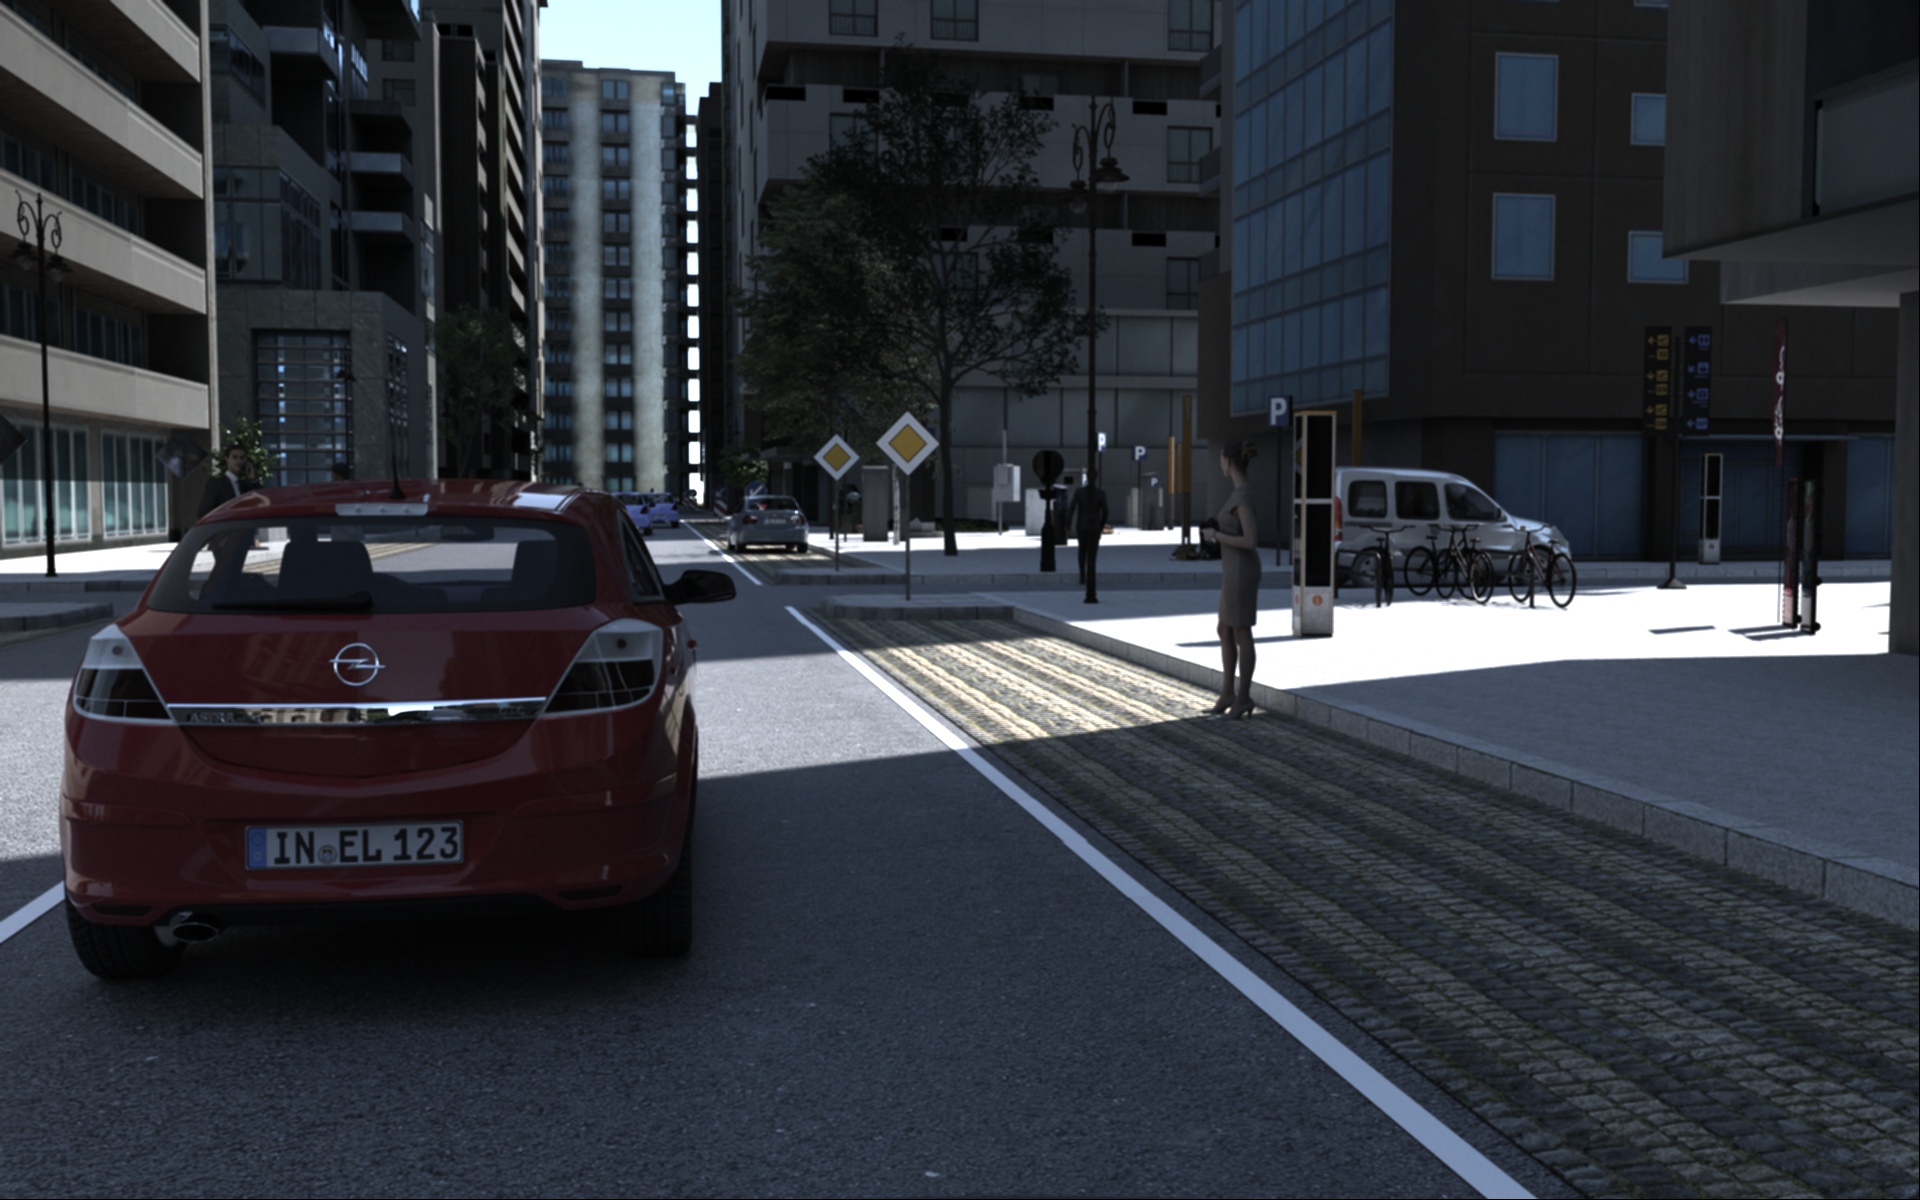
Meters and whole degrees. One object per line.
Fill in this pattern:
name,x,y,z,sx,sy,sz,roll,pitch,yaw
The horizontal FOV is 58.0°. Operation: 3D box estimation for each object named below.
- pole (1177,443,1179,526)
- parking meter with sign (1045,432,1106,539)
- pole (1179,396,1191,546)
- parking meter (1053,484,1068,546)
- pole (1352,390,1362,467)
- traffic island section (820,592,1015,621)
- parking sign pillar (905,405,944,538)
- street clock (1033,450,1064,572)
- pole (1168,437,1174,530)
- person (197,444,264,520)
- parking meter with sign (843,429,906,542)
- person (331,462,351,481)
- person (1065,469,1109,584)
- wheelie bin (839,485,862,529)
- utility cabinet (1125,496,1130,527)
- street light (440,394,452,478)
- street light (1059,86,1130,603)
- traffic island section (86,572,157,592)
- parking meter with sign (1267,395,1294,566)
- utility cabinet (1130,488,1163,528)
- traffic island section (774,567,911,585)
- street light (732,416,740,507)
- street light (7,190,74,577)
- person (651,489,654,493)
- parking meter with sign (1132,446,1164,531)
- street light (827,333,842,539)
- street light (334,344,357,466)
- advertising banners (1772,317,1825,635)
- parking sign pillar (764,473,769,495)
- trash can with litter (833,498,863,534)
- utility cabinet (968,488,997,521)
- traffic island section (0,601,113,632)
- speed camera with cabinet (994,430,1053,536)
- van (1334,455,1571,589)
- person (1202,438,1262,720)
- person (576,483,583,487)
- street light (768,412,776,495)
pole,8.767,-4.611,69.234,0.158,3.312,0.155,0,3,0
parking meter with sign,3.265,-3.260,49.562,1.738,3.016,0.543,2,4,30
pole,4.705,-2.577,35.979,0.158,3.312,0.155,0,3,0
parking meter,2.498,-2.125,43.162,0.372,1.533,0.369,0,3,0
pole,7.786,-2.458,34.027,0.158,3.312,0.155,0,3,0
traffic island section,-0.610,0.084,20.912,2.009,0.180,2.903,-1,4,-10
parking sign pillar,-1.185,-3.825,51.008,1.447,3.967,1.447,-2,4,-25
street clock,1.454,-1.468,28.578,0.471,2.002,0.358,2,4,31
pole,7.519,-4.150,61.694,0.158,3.312,0.155,0,3,0
person,-6.765,-0.510,16.203,0.474,1.900,0.648,0,4,5
parking meter with sign,-2.283,-3.096,46.881,1.738,3.016,0.543,0,4,-7
person,-7.271,-0.713,20.342,0.466,1.800,0.511,0,4,2
person,2.024,-1.167,27.357,0.659,1.850,0.755,1,4,10
wheelie bin,-3.630,-3.021,57.302,0.980,1.594,0.693,3,5,44
utility cabinet,6.885,-3.394,66.652,1.020,1.237,0.306,-1,4,-14
street light,-23.710,-6.563,80.093,0.468,5.910,1.993,-1,4,-10
street light,1.542,-2.901,20.212,0.468,5.910,1.993,-1,4,-10
traffic island section,-12.102,-0.287,26.975,2.009,0.180,2.903,-1,4,-10
parking meter with sign,6.359,-2.140,31.242,1.738,3.016,0.543,-2,4,-34
utility cabinet,6.962,-3.430,64.756,1.173,1.500,0.318,-1,4,-11
traffic island section,-2.020,-0.397,28.772,2.009,0.180,2.903,-1,4,-10
street light,-13.226,-7.942,102.642,0.468,5.910,1.993,-1,4,-10
street light,-14.117,-3.299,26.729,0.468,5.910,1.993,-1,4,-10
person,-21.288,-6.799,119.687,0.705,1.821,1.348,-2,4,-27
parking meter with sign,6.739,-3.991,61.517,0.543,3.016,1.738,-1,4,-20
street light,-3.628,-4.650,48.817,0.468,5.910,1.993,-1,4,-10
street light,-18.899,-4.931,53.413,0.468,5.910,1.993,-1,4,-10
advertising banners,8.019,-1.251,16.635,0.090,3.025,2.074,1,4,14
parking sign pillar,-11.486,-6.954,102.166,1.447,3.967,1.447,-1,4,-14
trash can with litter,-3.543,-2.706,55.628,1.055,1.170,0.624,-3,5,-44
utility cabinet,0.829,-3.421,64.618,1.173,1.500,0.318,3,5,40
traffic island section,-10.692,0.194,19.115,2.009,0.180,2.903,-1,4,-10
speed camera with cabinet,2.087,-3.620,53.528,2.038,3.252,0.660,2,4,24
van,7.316,-1.204,26.694,4.112,2.044,2.013,-1,4,-10
person,1.712,-0.128,10.932,0.374,1.781,0.599,0,4,7
person,-12.078,-2.830,55.014,0.529,1.795,0.600,0,4,5
street light,-8.345,-6.311,75.975,0.468,5.910,1.993,-1,4,-10
